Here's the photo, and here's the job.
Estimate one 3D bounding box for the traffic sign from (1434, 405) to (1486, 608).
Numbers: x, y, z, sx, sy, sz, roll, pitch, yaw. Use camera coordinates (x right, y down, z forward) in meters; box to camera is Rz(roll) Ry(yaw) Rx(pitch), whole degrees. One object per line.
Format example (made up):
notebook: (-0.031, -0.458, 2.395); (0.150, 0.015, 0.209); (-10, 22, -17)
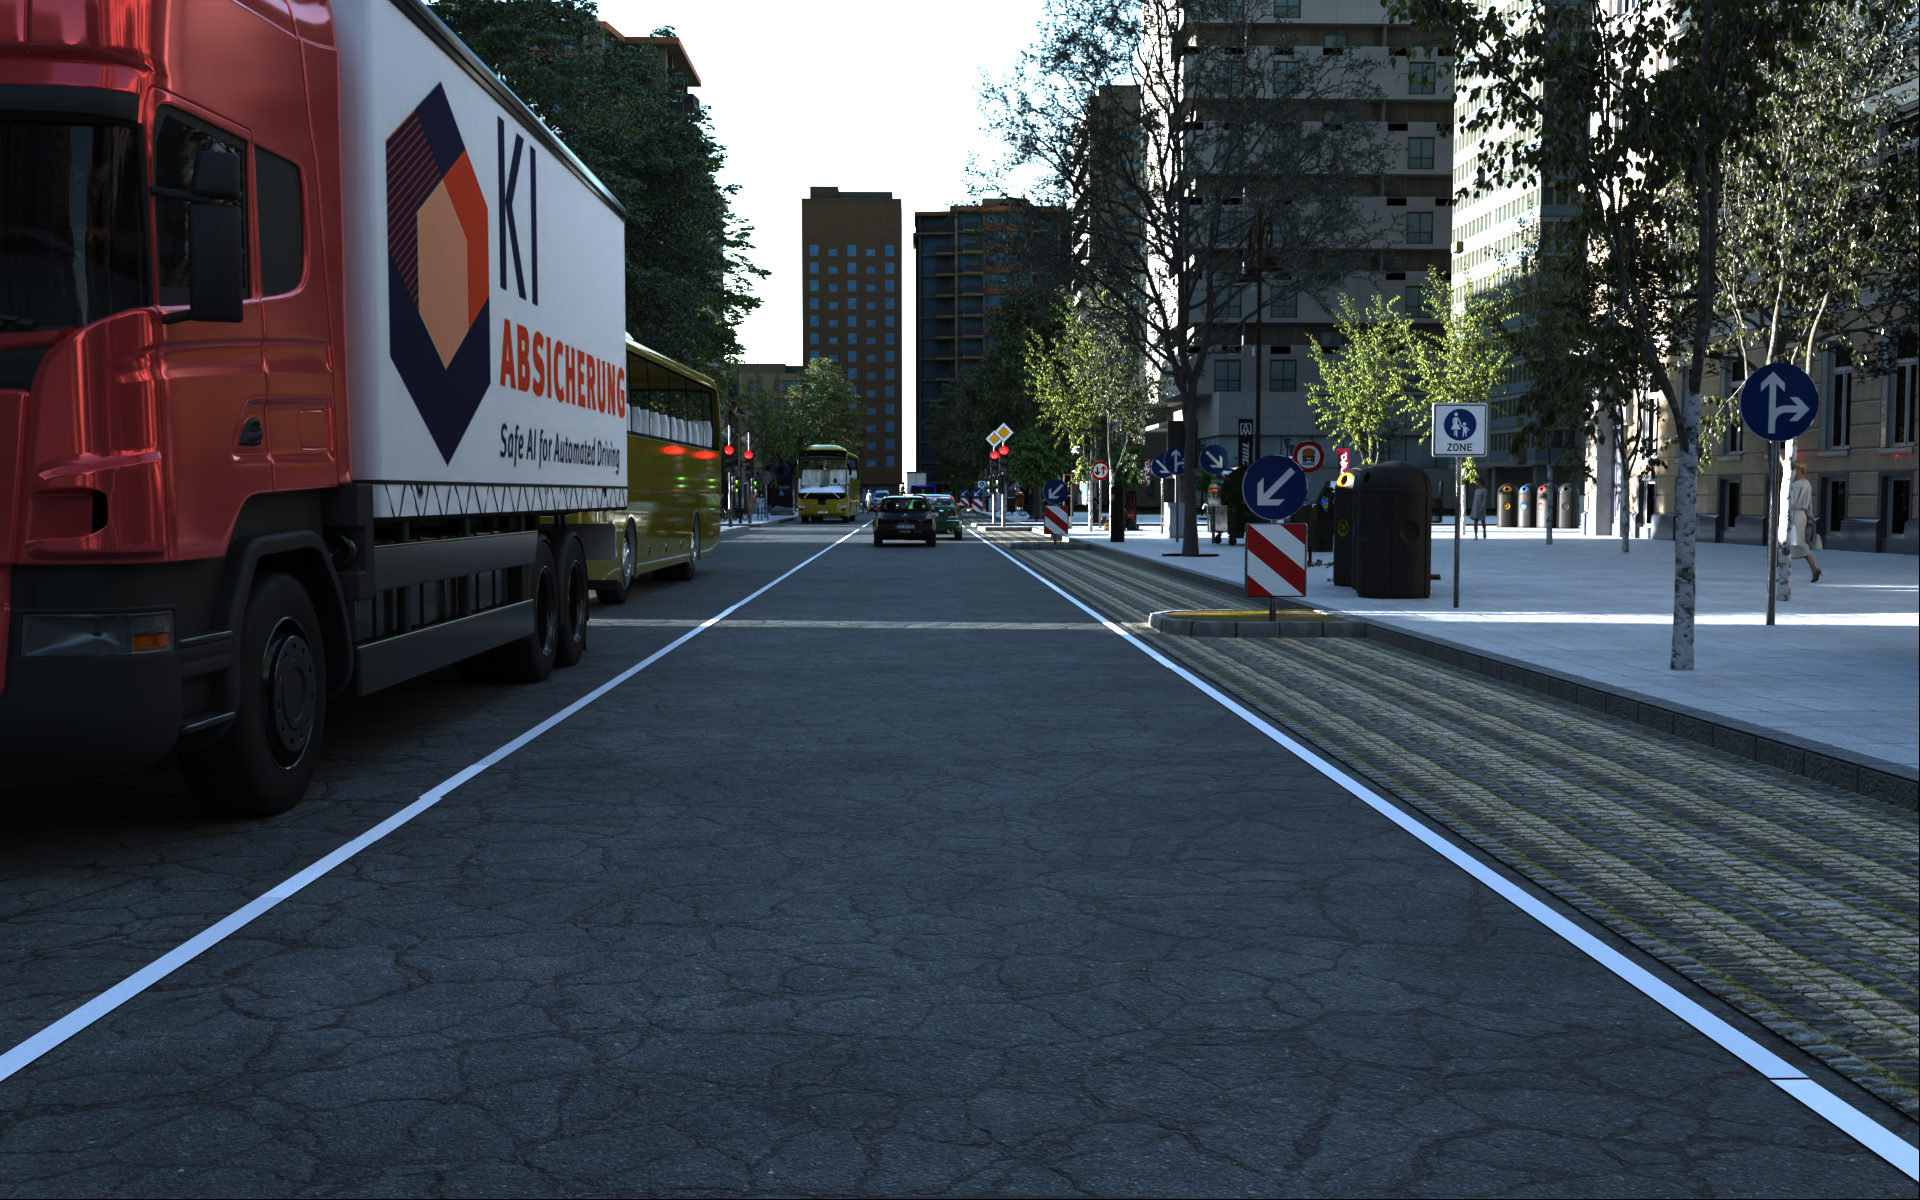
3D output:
traffic sign: (5.602, -1.062, 19.492); (0.606, 2.300, 0.079); (0, 4, 1)

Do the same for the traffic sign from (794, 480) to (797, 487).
traffic sign: (-11.688, -7.684, 125.645); (0.884, 2.594, 0.081); (0, 4, 3)

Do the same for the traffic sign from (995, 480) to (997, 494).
traffic sign: (2.544, -7.518, 123.026); (0.768, 2.556, 0.104); (0, 4, -1)

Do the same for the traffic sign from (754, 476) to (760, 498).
traffic sign: (-14.608, -7.545, 123.466); (0.768, 2.556, 0.104); (1, 4, 8)

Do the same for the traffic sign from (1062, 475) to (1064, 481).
traffic sign: (6.833, -6.948, 113.712); (0.768, 2.556, 0.104); (0, 4, 1)

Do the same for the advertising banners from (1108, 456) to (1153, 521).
advertising banners: (7.798, -5.075, 79.168); (2.074, 3.025, 0.090); (0, 4, 0)

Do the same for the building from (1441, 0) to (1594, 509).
building: (44.898, -25.368, 106.648); (23.993, 40.220, 32.217); (0, 4, -1)

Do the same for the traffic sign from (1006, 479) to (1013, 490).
traffic sign: (3.608, -7.952, 130.118); (0.768, 2.556, 0.104); (0, 4, 1)

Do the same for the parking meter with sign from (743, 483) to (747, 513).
parking meter with sign: (-14.294, -7.333, 116.154); (1.738, 3.016, 0.543); (2, 4, 33)

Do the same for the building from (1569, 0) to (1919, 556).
building: (26.001, -15.792, 44.099); (13.634, 28.700, 20.117); (0, 4, -1)

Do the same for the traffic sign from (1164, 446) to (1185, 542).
traffic sign: (5.803, -2.817, 46.160); (0.768, 2.556, 0.104); (0, 4, -1)

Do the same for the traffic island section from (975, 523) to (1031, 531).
traffic island section: (1.733, -2.801, 68.073); (2.009, 0.180, 2.903); (0, 4, -1)

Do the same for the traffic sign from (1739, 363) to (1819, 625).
traffic sign: (7.945, -1.027, 16.899); (0.768, 2.556, 0.104); (0, 4, 1)

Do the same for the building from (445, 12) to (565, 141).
building: (-34.649, -18.383, 105.074); (19.350, 26.468, 34.151); (0, 4, -1)

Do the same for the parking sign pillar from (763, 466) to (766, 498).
parking sign pillar: (-12.909, -7.962, 118.648); (1.447, 3.967, 1.447); (3, 5, 41)

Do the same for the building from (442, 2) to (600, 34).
building: (-63.239, -49.988, 255.561); (20.611, 71.187, 20.563); (0, 4, -1)

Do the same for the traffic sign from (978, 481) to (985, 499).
traffic sign: (1.686, -8.083, 134.287); (0.606, 2.300, 0.079); (0, 4, 0)

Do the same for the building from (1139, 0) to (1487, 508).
building: (29.328, -33.522, 137.320); (28.713, 52.752, 27.495); (0, 4, -1)

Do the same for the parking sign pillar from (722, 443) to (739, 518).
parking sign pillar: (-12.318, -6.307, 91.595); (1.447, 3.967, 1.447); (-1, 4, -13)

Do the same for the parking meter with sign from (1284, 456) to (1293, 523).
parking meter with sign: (14.788, -4.968, 77.494); (0.543, 3.016, 1.738); (1, 4, 16)

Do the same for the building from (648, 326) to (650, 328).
building: (-30.226, -18.179, 133.386); (11.583, 22.565, 21.152); (0, 4, -1)

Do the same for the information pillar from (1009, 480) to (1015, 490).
information pillar: (3.966, -8.575, 131.563); (0.504, 3.616, 0.183); (-1, 4, -21)

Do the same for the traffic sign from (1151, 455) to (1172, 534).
traffic sign: (6.540, -3.417, 55.970); (0.768, 2.556, 0.104); (0, 4, -1)

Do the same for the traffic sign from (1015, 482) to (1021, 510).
traffic sign: (4.546, -8.561, 139.982); (0.884, 2.594, 0.081); (0, 4, 5)

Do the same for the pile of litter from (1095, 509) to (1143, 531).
pile of litter: (5.584, -2.884, 61.115); (1.719, 0.858, 1.176); (0, 4, 7)

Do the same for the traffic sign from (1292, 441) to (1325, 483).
traffic sign: (8.318, -2.527, 41.417); (0.768, 2.556, 0.104); (0, 4, 2)

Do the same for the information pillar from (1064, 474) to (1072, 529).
information pillar: (3.995, -3.647, 64.119); (0.304, 2.012, 0.304); (0, 4, 8)

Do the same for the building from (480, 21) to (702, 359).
building: (-36.348, -31.160, 164.096); (22.147, 44.769, 28.867); (0, 4, -1)

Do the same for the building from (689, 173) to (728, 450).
building: (-38.937, -30.805, 195.539); (23.993, 40.220, 32.217); (0, 4, -1)

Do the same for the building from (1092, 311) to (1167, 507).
building: (28.777, -20.377, 178.196); (27.650, 21.520, 28.899); (0, 4, -1)

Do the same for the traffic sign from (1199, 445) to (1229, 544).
traffic sign: (6.565, -2.733, 44.794); (0.768, 2.556, 0.104); (0, 4, 3)

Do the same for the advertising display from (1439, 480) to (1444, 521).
advertising display: (21.910, -4.506, 78.882); (0.123, 1.923, 0.974); (1, 4, 11)

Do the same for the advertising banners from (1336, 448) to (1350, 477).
advertising banners: (15.098, -4.207, 64.980); (2.074, 3.025, 0.090); (2, 4, 32)

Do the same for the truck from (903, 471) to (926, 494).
truck: (-5.760, -14.156, 220.362); (2.839, 4.237, 11.283); (0, 4, -3)

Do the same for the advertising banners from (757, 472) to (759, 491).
advertising banners: (-15.713, -8.638, 137.418); (0.090, 3.025, 2.074); (-2, 4, -30)

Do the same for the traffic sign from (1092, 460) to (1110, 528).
traffic sign: (5.332, -4.016, 65.765); (0.768, 2.556, 0.104); (0, 4, 6)

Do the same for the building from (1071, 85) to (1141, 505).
building: (24.649, -35.399, 202.475); (21.300, 48.544, 21.600); (0, 4, -1)

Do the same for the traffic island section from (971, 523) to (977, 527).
traffic island section: (1.525, -3.289, 76.055); (2.009, 0.180, 2.903); (0, 4, -1)

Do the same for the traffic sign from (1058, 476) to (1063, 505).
traffic sign: (5.874, -6.331, 103.519); (0.884, 2.594, 0.081); (0, 4, 2)

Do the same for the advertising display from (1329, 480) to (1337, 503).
advertising display: (17.107, -4.466, 78.229); (0.974, 1.923, 0.123); (-1, 4, -16)

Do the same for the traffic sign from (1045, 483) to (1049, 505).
traffic sign: (5.301, -6.370, 104.147); (0.884, 2.594, 0.081); (0, 4, 4)

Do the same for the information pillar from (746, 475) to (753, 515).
information pillar: (-12.905, -7.029, 106.272); (0.183, 3.616, 0.504); (3, 4, 38)

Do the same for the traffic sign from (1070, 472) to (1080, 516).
traffic sign: (6.512, -6.101, 99.863); (0.768, 2.556, 0.104); (0, 4, 2)

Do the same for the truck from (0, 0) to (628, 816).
truck: (-4.260, -1.356, 11.077); (2.839, 4.237, 11.283); (0, 4, -2)

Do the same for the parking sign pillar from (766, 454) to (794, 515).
parking sign pillar: (-10.774, -7.114, 104.791); (1.447, 3.967, 1.447); (0, 4, 2)

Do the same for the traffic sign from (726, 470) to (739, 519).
traffic sign: (-11.729, -5.467, 89.491); (0.768, 2.556, 0.104); (0, 4, 8)

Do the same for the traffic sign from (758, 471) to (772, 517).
traffic sign: (-10.668, -5.791, 94.786); (0.768, 2.556, 0.104); (0, 4, 1)
